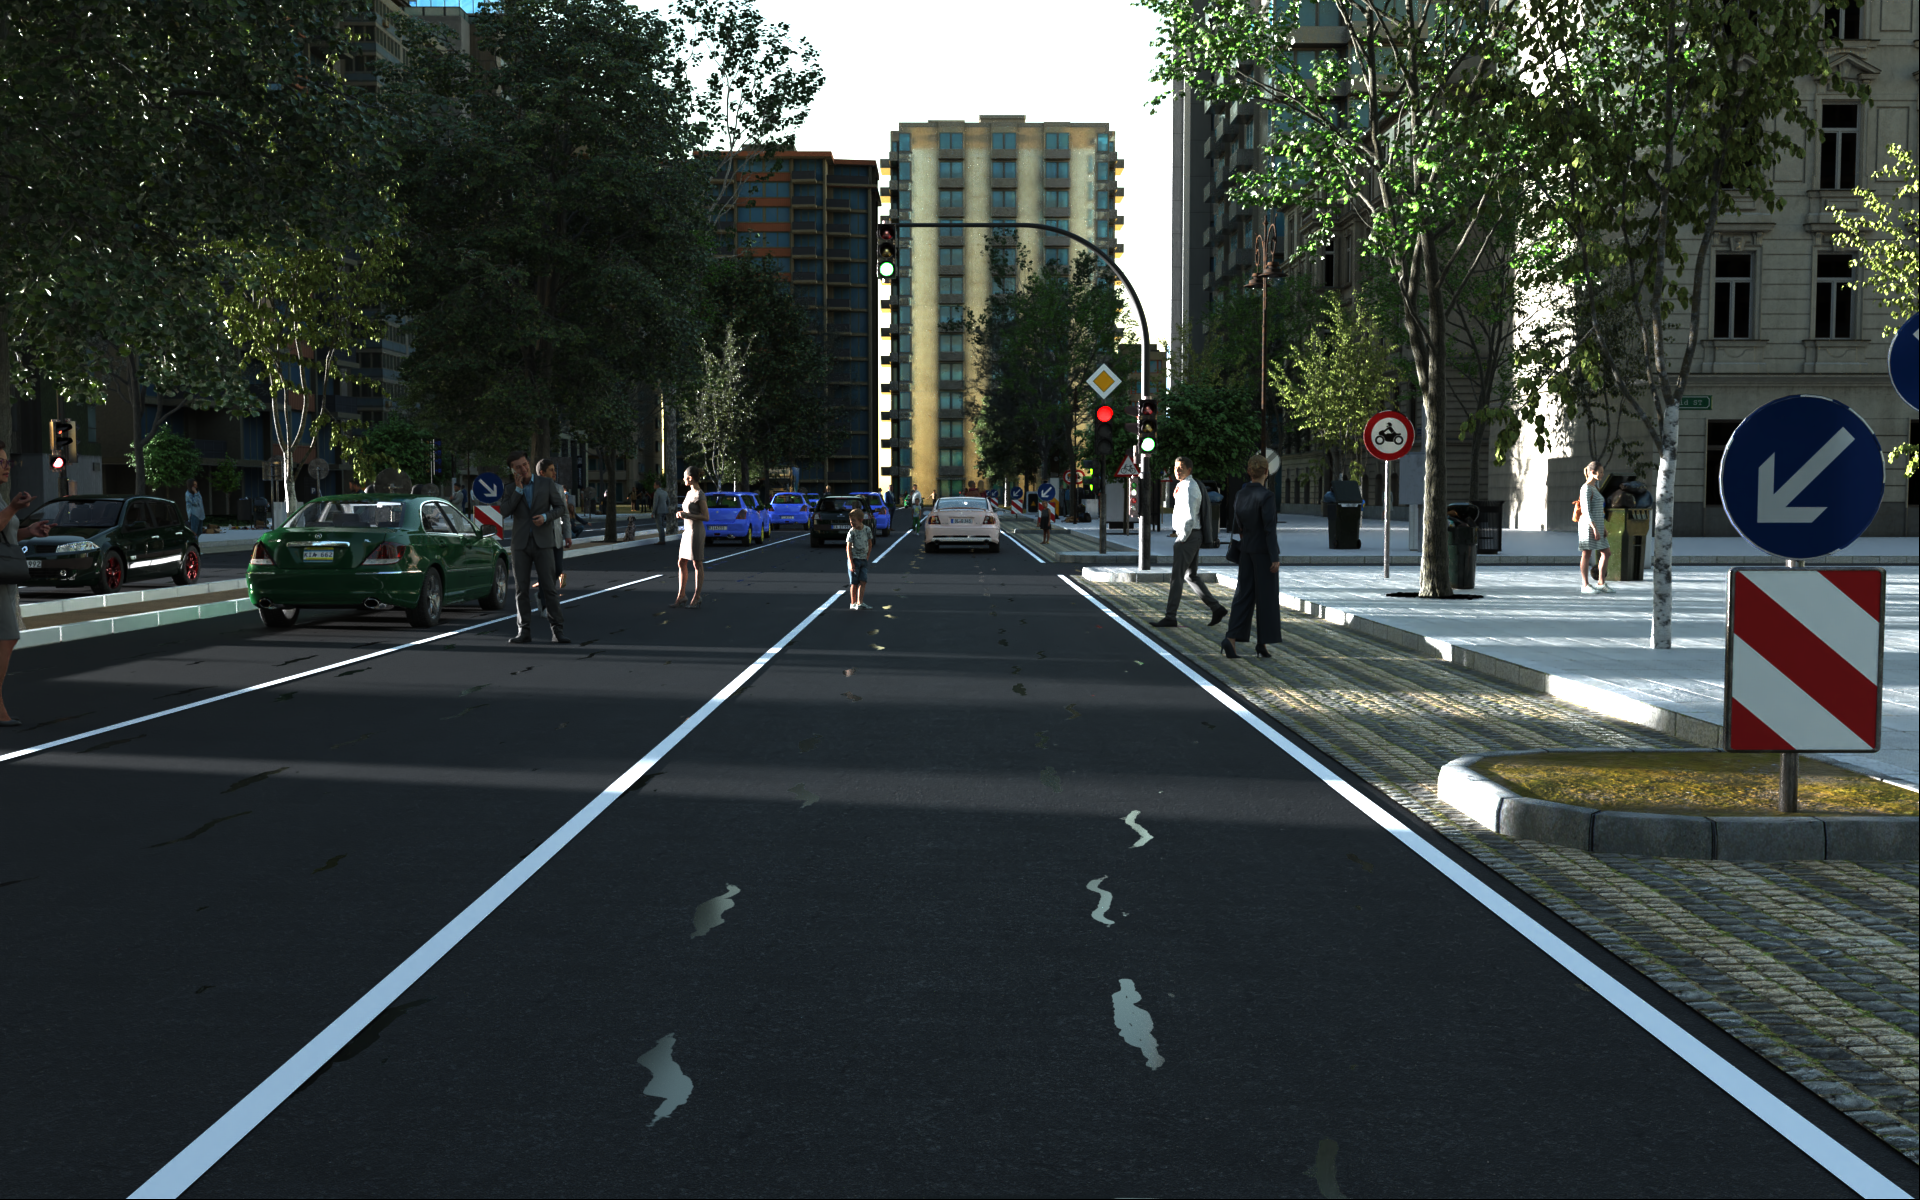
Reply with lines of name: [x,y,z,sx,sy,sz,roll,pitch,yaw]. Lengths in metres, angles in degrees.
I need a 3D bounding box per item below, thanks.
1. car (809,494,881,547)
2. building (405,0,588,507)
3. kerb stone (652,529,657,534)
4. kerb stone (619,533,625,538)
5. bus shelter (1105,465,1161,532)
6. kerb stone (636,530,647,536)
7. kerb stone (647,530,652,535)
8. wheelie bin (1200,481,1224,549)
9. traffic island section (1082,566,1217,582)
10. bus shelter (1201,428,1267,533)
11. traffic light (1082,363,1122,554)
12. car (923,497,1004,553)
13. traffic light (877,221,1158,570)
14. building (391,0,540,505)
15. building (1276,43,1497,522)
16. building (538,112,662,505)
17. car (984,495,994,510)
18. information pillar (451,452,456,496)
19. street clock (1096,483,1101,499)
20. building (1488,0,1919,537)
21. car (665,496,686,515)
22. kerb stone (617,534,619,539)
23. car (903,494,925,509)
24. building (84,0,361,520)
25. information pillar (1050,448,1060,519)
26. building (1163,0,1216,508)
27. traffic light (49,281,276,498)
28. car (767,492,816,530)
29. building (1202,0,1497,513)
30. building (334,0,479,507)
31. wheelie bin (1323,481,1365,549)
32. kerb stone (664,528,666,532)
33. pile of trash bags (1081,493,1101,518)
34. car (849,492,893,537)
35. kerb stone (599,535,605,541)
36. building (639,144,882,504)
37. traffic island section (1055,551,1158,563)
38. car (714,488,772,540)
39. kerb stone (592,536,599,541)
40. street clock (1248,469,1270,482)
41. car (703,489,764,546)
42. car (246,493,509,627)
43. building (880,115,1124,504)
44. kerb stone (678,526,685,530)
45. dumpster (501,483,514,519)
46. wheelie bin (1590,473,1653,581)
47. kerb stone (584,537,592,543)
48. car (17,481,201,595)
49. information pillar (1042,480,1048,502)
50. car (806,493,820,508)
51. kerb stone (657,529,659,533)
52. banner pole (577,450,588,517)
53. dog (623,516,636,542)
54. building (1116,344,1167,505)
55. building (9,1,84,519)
car: [-3.206,-2.332,47.911,2.009,1.686,4.222,0,4,-1]
building: [-52.979,-51.896,161.168,31.000,86.520,22.319,0,4,0]
kerb stone: [-11.062,-2.428,61.896,0.120,0.150,1.000,0,4,0]
kerb stone: [-11.036,-2.112,56.779,0.120,0.150,1.000,0,4,0]
bus shelter: [6.055,-4.133,61.493,2.014,3.302,5.546,0,4,0]
kerb stone: [-11.053,-2.295,59.852,0.120,0.150,1.000,0,4,0]
kerb stone: [-11.054,-2.365,60.874,0.120,0.150,1.000,0,4,0]
wheelie bin: [5.767,-2.019,40.917,0.980,1.594,0.693,2,4,34]
traffic island section: [3.137,-0.431,29.329,2.009,0.180,2.903,0,4,0]
bus shelter: [9.310,-4.215,60.199,1.731,3.624,6.357,0,4,0]
traffic light: [3.059,-2.953,37.200,0.839,4.253,0.868,0,4,0]
car: [0.084,-1.922,43.782,2.083,1.381,4.827,0,4,1]
traffic light: [1.005,-3.327,29.064,4.771,5.953,1.251,0,4,0]
building: [-43.124,-28.101,143.039,14.154,41.232,14.086,0,4,0]
building: [26.021,-16.860,94.748,14.460,24.649,34.723,0,4,0]
building: [-50.110,-36.424,219.234,21.600,48.544,21.300,0,4,0]
car: [2.243,-8.835,157.034,1.945,1.354,3.894,0,4,-1]
information pillar: [-25.599,-5.888,87.625,0.183,3.616,0.504,0,4,1]
street clock: [8.530,-6.266,107.015,0.471,2.002,0.358,0,4,6]
building: [41.957,-17.259,58.607,44.131,29.872,17.030,0,4,0]
car: [-16.571,-5.452,101.720,1.945,1.354,3.894,0,4,-2]
kerb stone: [-11.025,-1.990,54.725,0.120,0.150,1.000,0,4,0]
car: [-4.609,-9.871,173.191,2.131,1.459,4.920,0,4,0]
building: [-46.580,-26.898,94.401,22.147,44.769,28.867,0,4,0]
information pillar: [4.825,-5.911,87.996,0.504,3.616,0.183,2,4,27]
building: [29.767,-37.775,159.616,21.231,58.520,28.212,0,4,0]
traffic light: [-17.111,-3.820,37.123,4.771,5.953,1.251,0,4,0]
car: [-6.793,-3.685,69.838,1.945,1.707,3.694,0,3,0]
building: [30.565,-31.228,130.184,23.786,49.044,30.456,0,4,0]
building: [-51.982,-26.408,123.657,32.217,40.220,23.993,0,4,0]
wheelie bin: [8.943,-1.992,40.479,0.980,1.594,0.693,-1,4,-11]
kerb stone: [-11.069,-2.552,63.954,0.120,0.150,1.000,0,4,0]
pile of trash bags: [7.572,-5.204,94.844,1.912,1.369,3.447,1,4,11]
car: [-3.262,-3.052,59.487,1.945,1.707,3.694,0,4,-1]
kerb stone: [-11.015,-1.864,52.669,0.120,0.150,1.000,0,4,0]
building: [-24.591,-34.553,219.563,28.867,44.769,22.147,0,4,0]
traffic island section: [3.099,-0.919,37.314,2.009,0.180,2.903,0,4,0]
car: [-7.036,-2.814,55.594,1.945,1.707,3.694,0,4,-1]
kerb stone: [-11.011,-1.801,51.644,0.120,0.150,1.000,0,4,0]
street clock: [7.222,-2.284,41.907,0.471,2.002,0.358,2,4,25]
car: [-6.526,-2.390,48.666,1.945,1.707,3.694,0,4,1]
car: [-6.595,-0.508,20.098,2.131,1.459,4.920,0,4,0]
building: [5.235,-36.815,221.541,30.456,49.044,23.786,0,4,0]
kerb stone: [-11.091,-2.866,69.067,0.120,0.150,1.000,0,4,0]
dumpster: [-22.871,-5.106,89.244,1.264,1.857,1.865,0,4,0]
wheelie bin: [9.843,-1.089,25.721,0.980,1.594,0.693,-2,4,-35]
kerb stone: [-11.000,-1.734,50.622,0.120,0.150,1.000,0,4,0]
car: [-12.794,-0.968,25.612,2.009,1.686,4.222,0,4,-1]
information pillar: [4.380,-5.189,89.340,0.304,2.012,0.304,0,4,-7]
car: [-13.314,-8.950,155.930,1.945,1.707,3.694,0,4,-1]
kerb stone: [-11.066,-2.490,62.928,0.120,0.150,1.000,0,4,0]
banner pole: [-21.635,-6.670,99.077,0.863,3.779,0.401,3,5,41]
dog: [-9.503,-1.983,49.259,0.800,0.831,0.513,-3,5,-43]
building: [34.905,-23.176,223.959,28.899,21.520,27.650,0,4,0]
building: [-43.197,-17.964,65.421,14.160,30.474,14.107,0,4,0]
